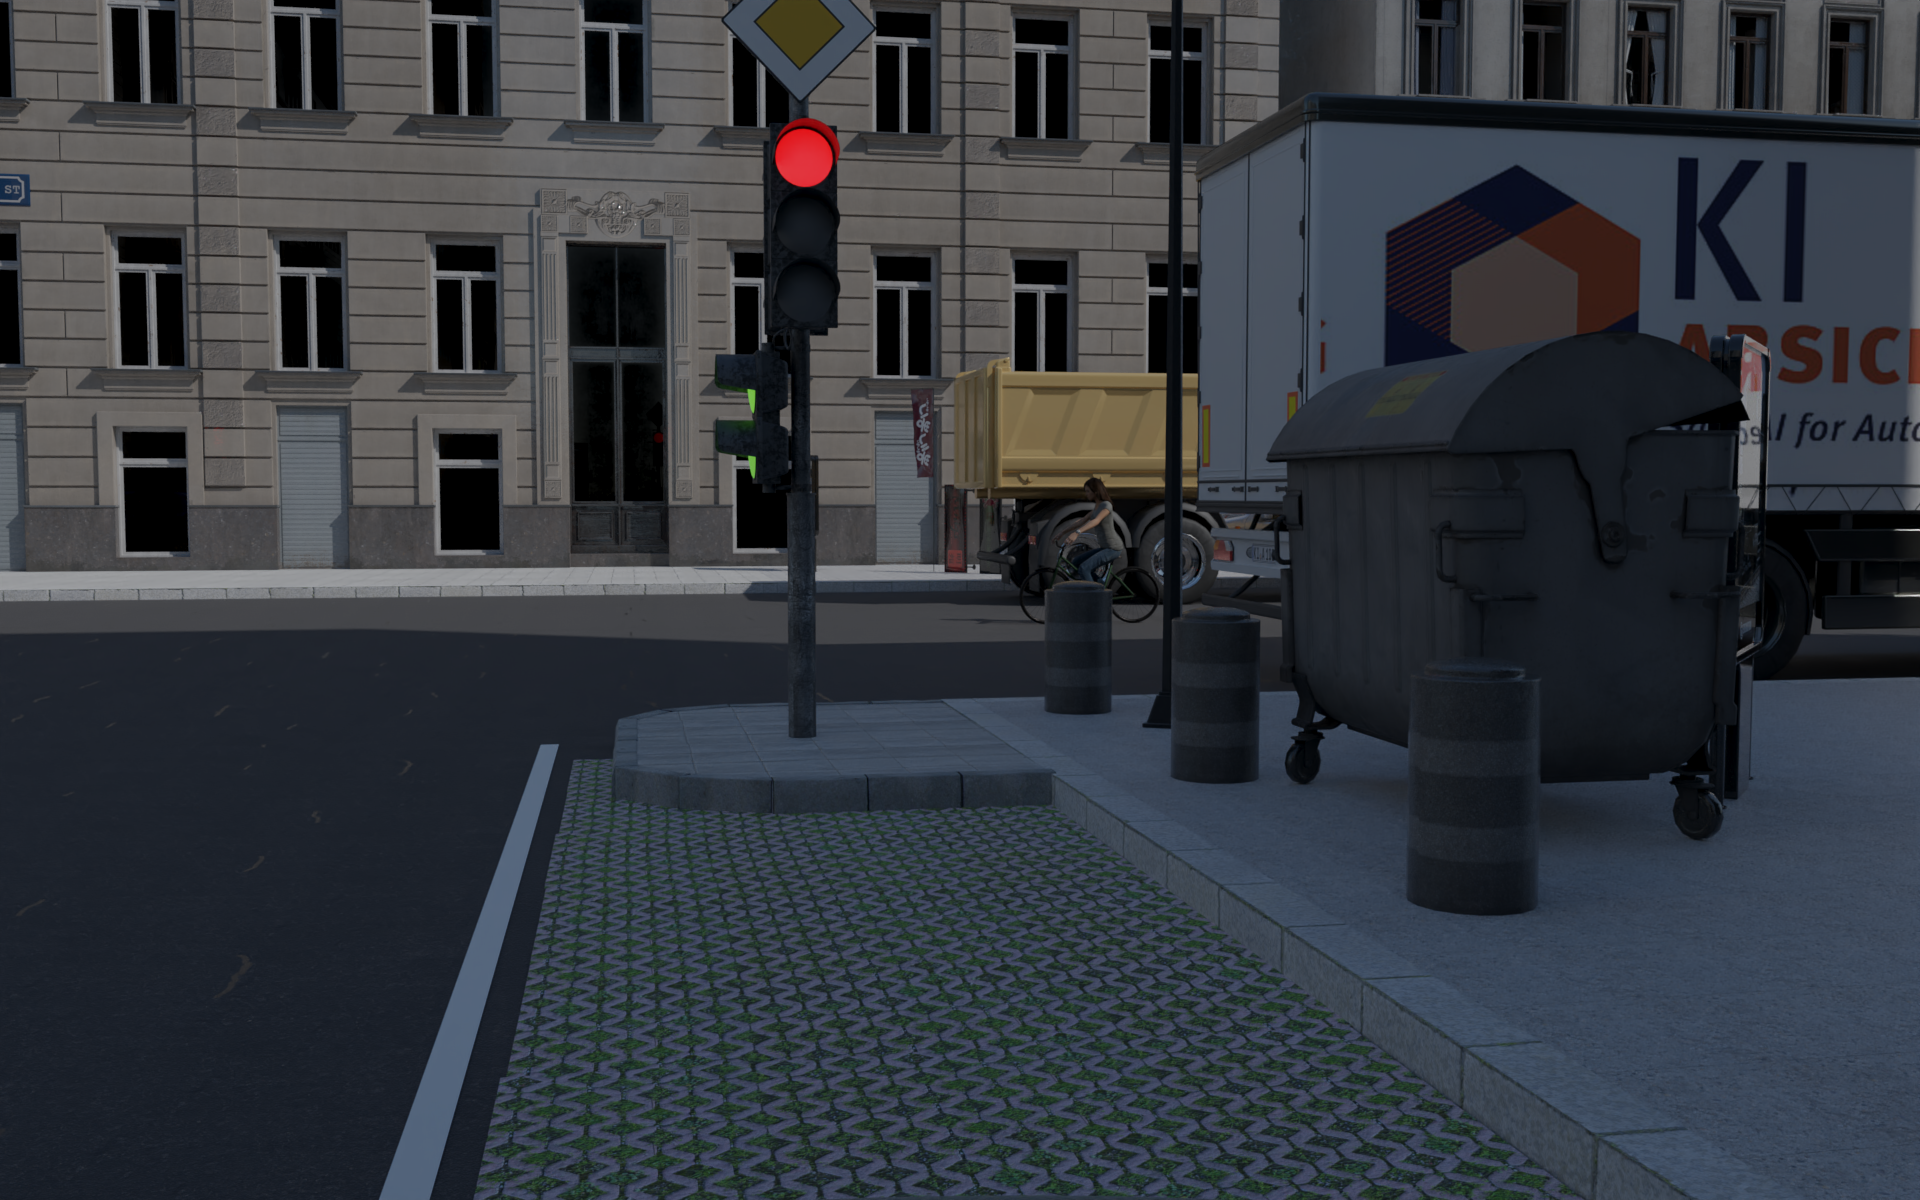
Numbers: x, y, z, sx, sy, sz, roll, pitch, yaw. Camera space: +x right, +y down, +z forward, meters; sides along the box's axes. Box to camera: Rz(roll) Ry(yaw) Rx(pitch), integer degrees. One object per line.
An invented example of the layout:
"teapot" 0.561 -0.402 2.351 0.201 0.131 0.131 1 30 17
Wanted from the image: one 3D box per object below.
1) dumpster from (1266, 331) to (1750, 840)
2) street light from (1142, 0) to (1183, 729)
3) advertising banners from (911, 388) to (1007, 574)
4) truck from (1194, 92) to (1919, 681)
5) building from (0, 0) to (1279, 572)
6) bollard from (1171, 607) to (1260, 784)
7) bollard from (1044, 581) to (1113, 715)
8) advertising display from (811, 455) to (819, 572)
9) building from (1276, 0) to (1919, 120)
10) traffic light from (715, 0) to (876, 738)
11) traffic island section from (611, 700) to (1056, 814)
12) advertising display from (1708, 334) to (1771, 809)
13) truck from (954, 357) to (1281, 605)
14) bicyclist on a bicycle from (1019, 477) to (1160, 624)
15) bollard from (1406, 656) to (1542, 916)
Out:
"dumpster" 2.150 -0.078 7.030 1.264 1.857 1.865 -1 4 -11
"street light" 0.641 -2.250 9.323 1.470 5.913 1.316 -1 4 -11
"advertising banners" -0.046 -1.957 28.177 2.074 3.025 0.090 3 5 42
"truck" 7.691 -1.555 14.344 11.283 4.237 2.839 -1 4 -11
"building" -6.998 -14.539 34.972 25.104 27.353 12.463 -1 4 -11
"bollard" 1.156 0.421 7.838 0.404 0.777 0.398 0 3 0
"bollard" 0.700 0.274 10.234 0.404 0.777 0.398 0 3 0
"advertising display" -2.522 -1.453 28.963 0.123 1.923 0.974 -1 4 -17
"building" 15.444 -11.547 37.951 18.267 20.994 9.793 -1 4 -11
"traffic light" -0.853 -1.231 9.051 0.839 4.253 0.868 -1 4 -11
"traffic island section" -0.812 0.802 9.173 2.009 0.180 2.903 -1 4 -11
"advertising display" 3.309 -0.133 7.385 0.123 1.923 0.974 2 4 31
"truck" 4.929 -1.710 23.881 9.791 3.379 3.469 -1 4 -10
"bicyclist on a bicycle" 1.433 -0.554 19.081 1.625 1.676 1.499 -1 4 -11
"bollard" 1.612 0.567 5.441 0.404 0.777 0.398 0 3 0
